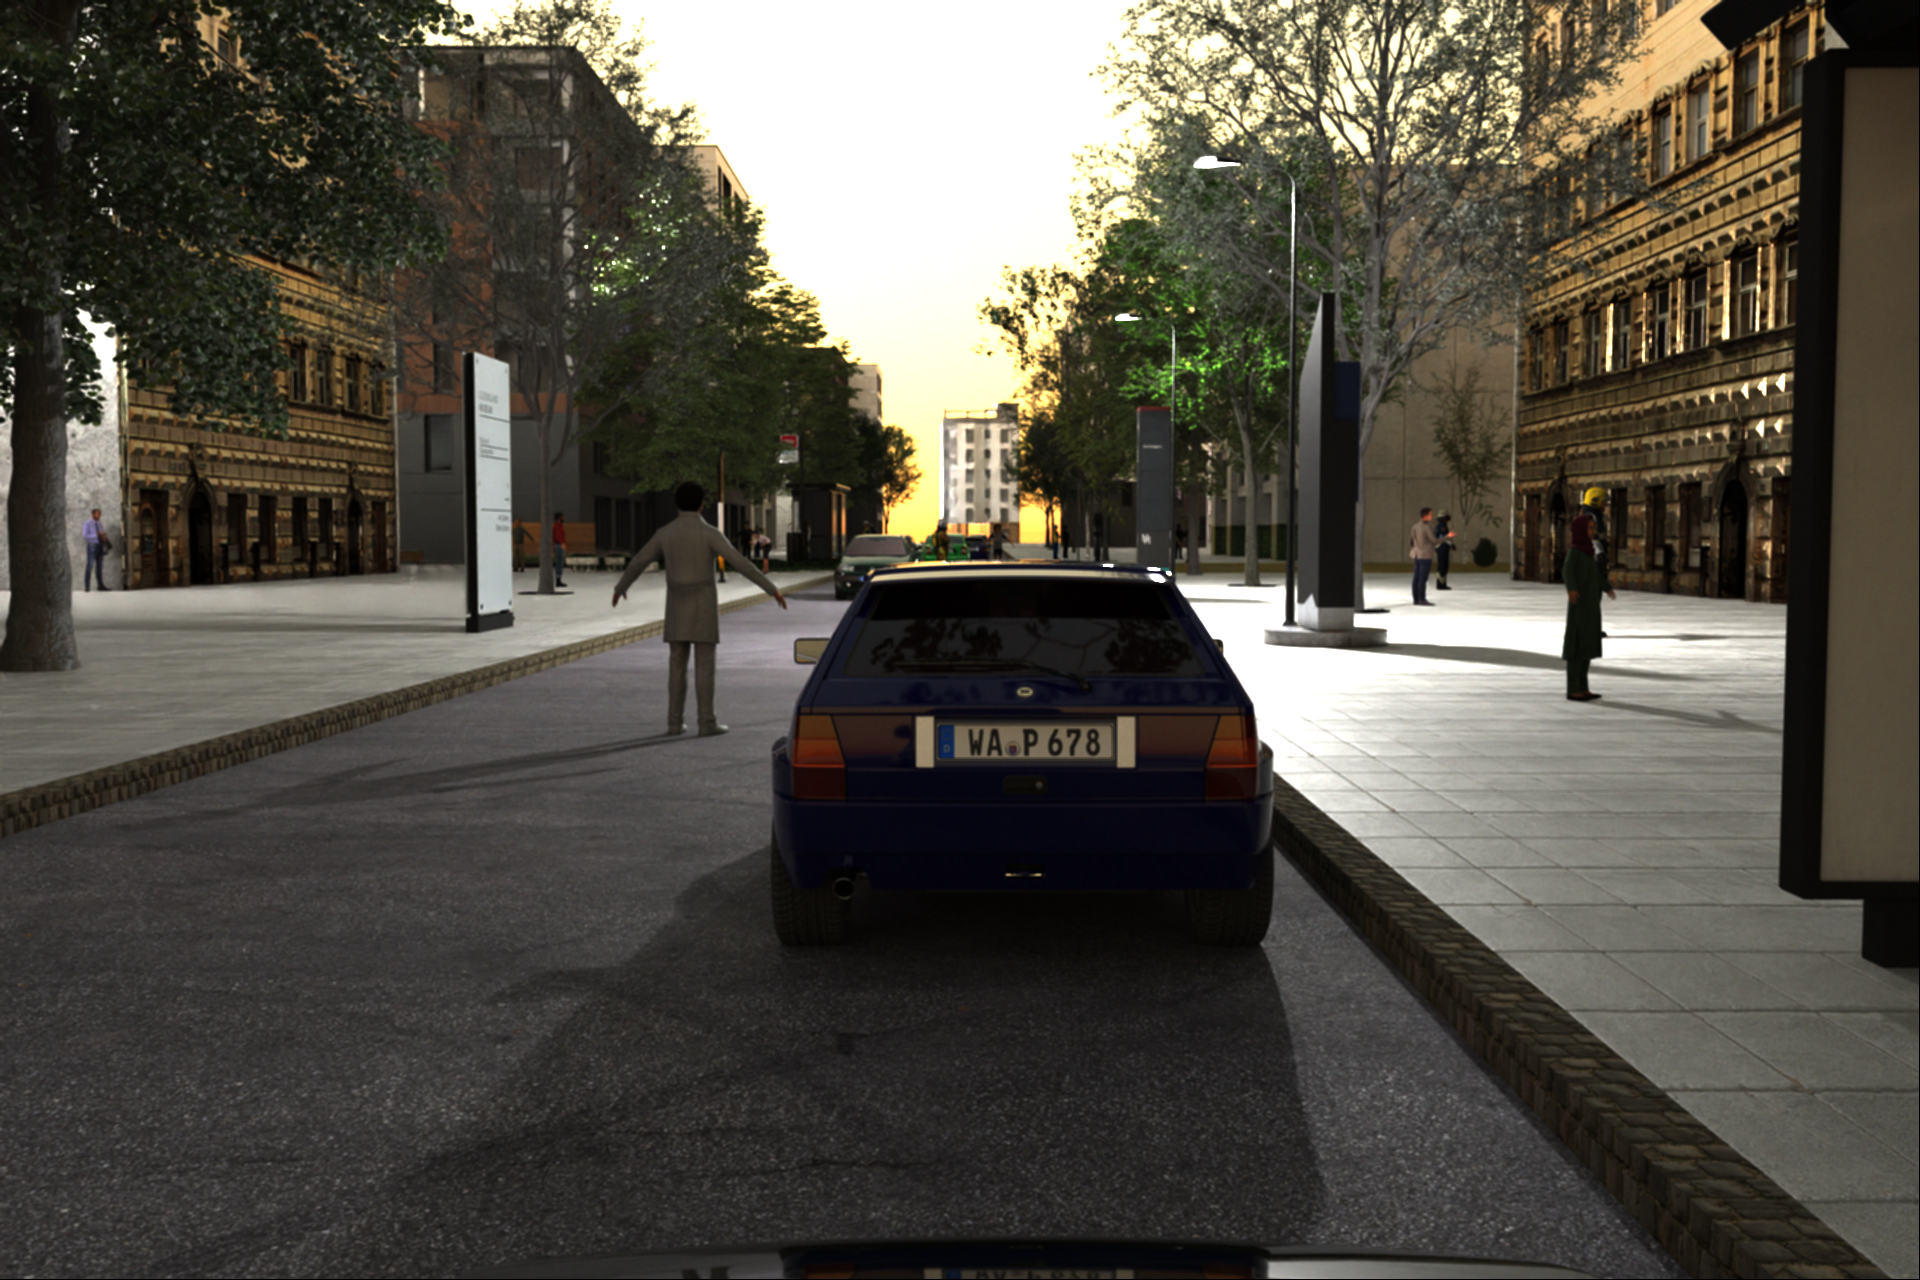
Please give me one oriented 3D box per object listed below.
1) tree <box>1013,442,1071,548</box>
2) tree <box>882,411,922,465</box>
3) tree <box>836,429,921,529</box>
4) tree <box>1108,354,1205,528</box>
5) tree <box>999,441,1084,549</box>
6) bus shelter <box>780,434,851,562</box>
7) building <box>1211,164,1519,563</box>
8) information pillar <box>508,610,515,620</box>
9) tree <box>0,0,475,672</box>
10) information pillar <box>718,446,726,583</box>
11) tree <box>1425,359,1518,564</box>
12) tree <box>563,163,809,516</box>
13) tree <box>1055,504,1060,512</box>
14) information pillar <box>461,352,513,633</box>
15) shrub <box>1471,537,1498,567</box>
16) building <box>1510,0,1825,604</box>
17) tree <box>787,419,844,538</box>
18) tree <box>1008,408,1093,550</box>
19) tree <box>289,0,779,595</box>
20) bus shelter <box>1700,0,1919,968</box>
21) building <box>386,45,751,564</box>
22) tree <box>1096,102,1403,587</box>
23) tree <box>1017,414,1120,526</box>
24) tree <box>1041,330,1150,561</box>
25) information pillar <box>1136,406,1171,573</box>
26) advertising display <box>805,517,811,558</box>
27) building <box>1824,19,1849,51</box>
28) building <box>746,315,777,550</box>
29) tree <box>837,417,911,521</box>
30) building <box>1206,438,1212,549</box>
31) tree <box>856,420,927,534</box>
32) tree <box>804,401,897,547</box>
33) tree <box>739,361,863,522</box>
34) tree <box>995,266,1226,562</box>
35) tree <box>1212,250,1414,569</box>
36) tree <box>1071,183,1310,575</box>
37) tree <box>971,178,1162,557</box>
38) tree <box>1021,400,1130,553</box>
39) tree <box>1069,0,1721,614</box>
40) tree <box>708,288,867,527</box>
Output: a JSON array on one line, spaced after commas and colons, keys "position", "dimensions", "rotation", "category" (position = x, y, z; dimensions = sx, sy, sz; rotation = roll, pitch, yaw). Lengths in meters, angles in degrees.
[{"position": [8.314, -14.502, 162.858], "dimensions": [9.928, 11.665, 9.643], "rotation": [0, 3, 0], "category": "tree"}, {"position": [-11.844, -24.324, 253.591], "dimensions": [12.611, 20.169, 13.585], "rotation": [0, 3, 0], "category": "tree"}, {"position": [-7.420, -12.758, 143.008], "dimensions": [8.767, 10.594, 7.601], "rotation": [-1, 4, -13], "category": "tree"}, {"position": [8.071, -7.370, 70.860], "dimensions": [4.360, 8.622, 3.978], "rotation": [0, 3, 0], "category": "tree"}, {"position": [7.557, -13.261, 151.222], "dimensions": [7.601, 10.594, 8.767], "rotation": [2, 4, 30], "category": "tree"}, {"position": [-6.067, -5.797, 72.415], "dimensions": [2.179, 5.291, 8.768], "rotation": [0, 4, 2], "category": "bus shelter"}, {"position": [23.799, -13.763, 91.483], "dimensions": [16.747, 18.905, 31.486], "rotation": [0, 4, 1], "category": "building"}, {"position": [-6.774, -2.096, 25.621], "dimensions": [0.183, 3.616, 0.504], "rotation": [0, 4, 1], "category": "information pillar"}, {"position": [-8.765, -6.694, 16.095], "dimensions": [9.857, 13.997, 8.962], "rotation": [0, 3, 0], "category": "tree"}, {"position": [-6.313, -3.327, 45.744], "dimensions": [0.183, 3.616, 0.504], "rotation": [0, 3, 0], "category": "information pillar"}, {"position": [21.216, -7.503, 73.037], "dimensions": [4.360, 8.622, 3.978], "rotation": [0, 3, 0], "category": "tree"}, {"position": [-8.523, -8.282, 53.543], "dimensions": [7.486, 12.596, 7.792], "rotation": [0, 3, 0], "category": "tree"}, {"position": [17.237, -19.967, 252.207], "dimensions": [9.928, 11.665, 9.643], "rotation": [0, 3, 0], "category": "tree"}, {"position": [-6.313, -1.949, 23.174], "dimensions": [0.184, 3.620, 1.656], "rotation": [0, 4, 1], "category": "information pillar"}, {"position": [20.307, -3.420, 67.033], "dimensions": [1.383, 1.207, 1.383], "rotation": [0, 3, 0], "category": "shrub"}, {"position": [24.244, -12.654, 37.821], "dimensions": [19.493, 23.208, 18.063], "rotation": [0, 4, 1], "category": "building"}, {"position": [-8.368, -9.178, 100.418], "dimensions": [4.737, 8.622, 4.395], "rotation": [0, 3, 0], "category": "tree"}, {"position": [7.497, -13.203, 141.631], "dimensions": [9.928, 11.665, 9.643], "rotation": [0, 3, 0], "category": "tree"}, {"position": [-8.742, -7.721, 36.608], "dimensions": [12.009, 13.543, 11.850], "rotation": [0, 3, 0], "category": "tree"}, {"position": [3.207, -0.529, 2.569], "dimensions": [2.014, 3.302, 5.546], "rotation": [0, 4, 1], "category": "bus shelter"}, {"position": [-26.663, -14.993, 89.106], "dimensions": [27.936, 21.610, 32.646], "rotation": [0, 4, 0], "category": "building"}, {"position": [7.040, -7.119, 42.158], "dimensions": [9.928, 11.665, 9.643], "rotation": [0, 3, 0], "category": "tree"}, {"position": [8.123, -12.026, 131.045], "dimensions": [8.767, 10.594, 7.601], "rotation": [1, 4, 14], "category": "tree"}, {"position": [4.770, -6.863, 62.577], "dimensions": [4.737, 8.622, 4.395], "rotation": [0, 3, 0], "category": "tree"}, {"position": [3.953, -2.816, 35.414], "dimensions": [0.750, 3.857, 0.750], "rotation": [0, 4, 1], "category": "information pillar"}, {"position": [-5.925, -3.809, 67.483], "dimensions": [0.123, 1.923, 0.974], "rotation": [0, 4, 3], "category": "advertising display"}, {"position": [22.363, -8.941, 12.648], "dimensions": [16.747, 18.905, 31.486], "rotation": [0, 4, 1], "category": "building"}, {"position": [-24.667, -16.435, 135.168], "dimensions": [16.747, 18.905, 31.486], "rotation": [0, 4, 1], "category": "building"}, {"position": [-7.340, -12.001, 130.623], "dimensions": [7.601, 10.594, 8.767], "rotation": [-2, 4, -25], "category": "tree"}, {"position": [25.364, -11.810, 135.245], "dimensions": [9.099, 9.664, 28.070], "rotation": [0, 4, 1], "category": "building"}, {"position": [-6.644, -14.067, 155.753], "dimensions": [9.928, 11.665, 9.643], "rotation": [0, 3, 0], "category": "tree"}, {"position": [-8.071, -11.307, 119.281], "dimensions": [8.767, 10.594, 7.601], "rotation": [1, 4, 17], "category": "tree"}, {"position": [-8.390, -9.467, 89.194], "dimensions": [7.601, 10.594, 8.767], "rotation": [1, 4, 12], "category": "tree"}, {"position": [6.701, -10.375, 80.005], "dimensions": [12.009, 13.543, 11.850], "rotation": [0, 3, 0], "category": "tree"}, {"position": [12.764, -8.403, 63.146], "dimensions": [9.928, 11.665, 9.643], "rotation": [0, 3, 0], "category": "tree"}, {"position": [7.339, -8.280, 53.506], "dimensions": [7.486, 12.596, 7.792], "rotation": [0, 3, 0], "category": "tree"}, {"position": [6.715, -14.640, 95.261], "dimensions": [12.611, 20.169, 13.585], "rotation": [0, 3, 0], "category": "tree"}, {"position": [7.975, -11.254, 118.415], "dimensions": [8.767, 10.594, 7.601], "rotation": [2, 4, 27], "category": "tree"}, {"position": [6.531, -7.186, 27.867], "dimensions": [12.009, 13.543, 11.850], "rotation": [0, 3, 0], "category": "tree"}, {"position": [-8.100, -9.942, 80.679], "dimensions": [7.486, 12.596, 7.792], "rotation": [0, 3, 0], "category": "tree"}]
